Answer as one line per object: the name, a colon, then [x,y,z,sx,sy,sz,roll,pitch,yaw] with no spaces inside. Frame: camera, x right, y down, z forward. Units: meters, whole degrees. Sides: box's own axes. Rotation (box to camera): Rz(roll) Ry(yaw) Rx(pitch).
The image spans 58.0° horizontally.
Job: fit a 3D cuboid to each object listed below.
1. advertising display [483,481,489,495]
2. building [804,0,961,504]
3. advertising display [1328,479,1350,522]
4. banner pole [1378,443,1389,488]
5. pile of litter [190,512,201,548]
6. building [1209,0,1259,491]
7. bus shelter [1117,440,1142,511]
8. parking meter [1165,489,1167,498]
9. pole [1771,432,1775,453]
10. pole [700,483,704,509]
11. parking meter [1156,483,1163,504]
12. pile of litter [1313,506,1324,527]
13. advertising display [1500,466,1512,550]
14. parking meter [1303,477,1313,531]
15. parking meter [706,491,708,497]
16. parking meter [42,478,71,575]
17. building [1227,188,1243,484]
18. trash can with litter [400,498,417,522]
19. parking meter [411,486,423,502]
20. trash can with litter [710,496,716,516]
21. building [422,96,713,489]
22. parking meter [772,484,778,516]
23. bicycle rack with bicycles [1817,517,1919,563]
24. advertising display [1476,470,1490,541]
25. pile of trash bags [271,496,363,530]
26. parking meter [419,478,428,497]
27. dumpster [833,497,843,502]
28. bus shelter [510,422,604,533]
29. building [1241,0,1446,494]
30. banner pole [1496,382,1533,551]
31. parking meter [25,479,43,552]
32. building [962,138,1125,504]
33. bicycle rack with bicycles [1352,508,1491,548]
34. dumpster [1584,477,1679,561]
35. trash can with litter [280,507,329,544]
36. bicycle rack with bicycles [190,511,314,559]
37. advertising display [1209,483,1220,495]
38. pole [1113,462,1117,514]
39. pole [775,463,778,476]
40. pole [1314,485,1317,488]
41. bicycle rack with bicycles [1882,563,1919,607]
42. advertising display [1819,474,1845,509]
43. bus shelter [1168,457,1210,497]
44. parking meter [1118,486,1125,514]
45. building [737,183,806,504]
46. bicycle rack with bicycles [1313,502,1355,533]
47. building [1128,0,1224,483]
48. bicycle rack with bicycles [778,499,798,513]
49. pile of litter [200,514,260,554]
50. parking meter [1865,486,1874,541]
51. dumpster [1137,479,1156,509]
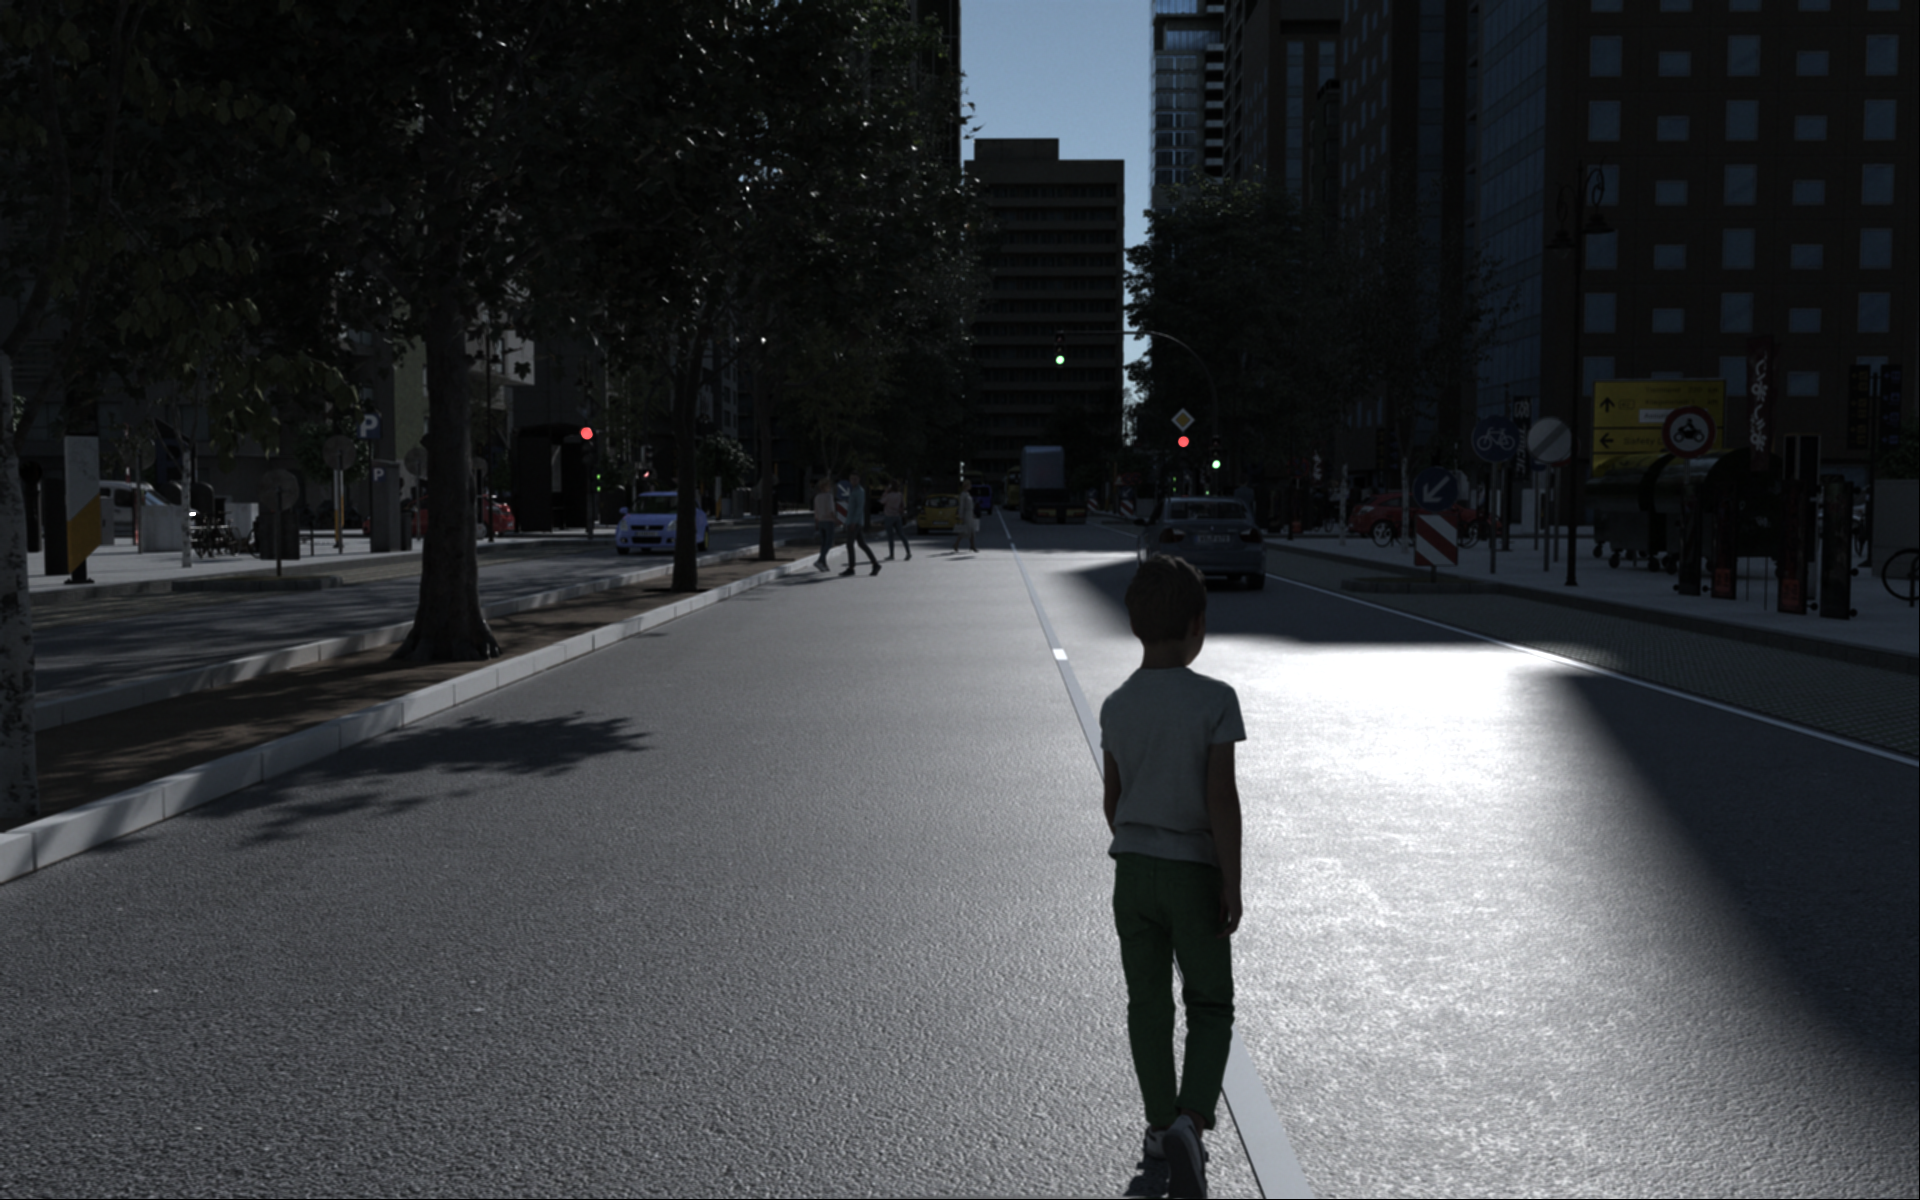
advertising display: [-22.593,-4.714,82.295,0.123,1.923,0.974,1,4,16]
building: [-10.286,-48.945,238.507,20.611,71.187,20.563,0,4,1]
advertising display: [16.710,-4.353,76.385,0.974,1.923,0.123,1,4,11]
banner pole: [20.592,-5.759,84.178,0.863,3.779,0.401,-2,4,-31]
pile of litter: [-17.956,-1.679,41.409,1.719,0.858,1.176,2,4,25]
building: [36.891,-45.451,181.380,20.563,71.187,20.611,0,4,1]
bus shelter: [12.410,-9.077,126.035,2.179,5.291,8.768,0,4,1]
parking meter: [11.125,-5.270,94.575,0.372,1.533,0.369,0,3,0]
pole: [21.667,-3.211,46.335,0.158,3.312,0.155,0,3,0]
pole: [-14.977,-6.532,100.642,0.158,3.312,0.155,0,3,0]
parking meter: [9.958,-4.901,85.842,0.399,1.863,0.255,3,4,39]
pile of litter: [13.428,-3.258,67.226,1.719,0.858,1.176,-2,4,-30]
advertising display: [12.568,-2.119,39.861,0.123,1.923,0.974,1,4,10]
parking meter: [12.134,-3.346,60.419,0.255,1.863,0.399,3,4,38]
parking meter: [-18.071,-6.993,122.743,0.372,1.533,0.369,0,3,0]
parking meter: [-14.320,-1.165,27.457,0.372,1.533,0.369,0,3,0]
building: [32.502,-24.078,165.371,14.160,30.474,14.107,0,4,1]
trash can with litter: [-15.327,-2.179,47.007,1.055,1.170,0.624,-3,5,-42]
parking meter: [-17.689,-2.937,56.428,0.372,1.533,0.369,0,3,0]
trash can with litter: [-14.212,-5.510,101.471,1.055,1.170,0.624,-1,4,-19]
building: [-38.892,-35.274,165.976,28.713,52.752,27.495,0,4,1]
parking meter: [-11.009,-5.934,102.724,0.399,1.863,0.255,0,4,6]
bicycle rack with bicycles: [18.186,-1.363,35.660,2.852,0.926,2.925,2,4,35]
advertising display: [14.398,-2.598,47.688,0.123,1.923,0.974,0,4,3]
pile of trash bags: [-23.181,-3.191,61.926,1.912,1.369,3.447,2,4,30]
parking meter: [-19.188,-3.447,62.062,0.399,1.863,0.255,0,4,-8]
dumpster: [-9.057,-6.904,121.090,1.865,1.857,1.264,0,4,2]
bus shelter: [-13.859,-4.198,59.921,1.731,3.624,6.357,0,4,1]
building: [32.433,-30.594,150.328,14.600,45.320,14.200,0,4,1]
banner pole: [12.437,-2.986,38.830,0.863,3.779,0.401,-1,4,-14]
parking meter: [-20.638,-2.011,38.589,0.255,1.863,0.399,-1,4,-17]
building: [11.212,-37.627,238.895,21.600,48.544,21.300,0,4,1]
bicycle rack with bicycles: [11.379,-1.735,41.746,2.925,0.926,2.852,0,4,-4]
dumpster: [13.352,-1.932,34.089,1.502,2.255,1.985,0,4,1]
trash can with litter: [-17.566,-2.077,45.014,1.678,1.210,2.233,-3,5,-42]
bicycle rack with bicycles: [-14.632,-1.335,35.204,2.852,0.926,2.925,0,4,7]
advertising display: [14.491,-5.788,99.853,0.974,1.923,0.123,0,4,3]
pole: [9.923,-7.164,110.977,0.158,3.312,0.155,0,3,0]
pole: [-12.056,-7.331,113.704,0.158,3.312,0.155,0,3,0]
pole: [23.527,-7.388,114.631,0.158,3.312,0.155,0,3,0]
bicycle rack with bicycles: [12.059,-0.393,19.801,2.852,0.926,2.925,-3,5,-40]
advertising display: [28.420,-3.151,56.726,0.974,1.923,0.123,0,4,6]
bus shelter: [12.939,-6.322,97.286,2.014,3.302,5.546,0,4,1]
parking meter: [10.137,-6.306,108.810,0.399,1.863,0.255,-2,4,-28]
building: [-35.475,-35.819,240.258,28.867,44.769,22.147,0,4,1]
bicycle rack with bicycles: [13.273,-2.712,57.720,2.852,0.926,2.925,0,4,-6]
building: [37.913,-56.626,238.502,31.000,86.520,22.319,0,4,1]
bicycle rack with bicycles: [-13.439,-7.073,129.025,2.925,0.926,2.852,-2,4,-29]
pile of litter: [-15.510,-1.473,38.043,1.176,0.858,1.719,3,5,44]
parking meter: [25.218,-2.412,47.854,0.372,1.533,0.369,0,3,0]
dumpster: [11.875,-6.546,109.523,1.502,2.255,1.985,0,4,1]
